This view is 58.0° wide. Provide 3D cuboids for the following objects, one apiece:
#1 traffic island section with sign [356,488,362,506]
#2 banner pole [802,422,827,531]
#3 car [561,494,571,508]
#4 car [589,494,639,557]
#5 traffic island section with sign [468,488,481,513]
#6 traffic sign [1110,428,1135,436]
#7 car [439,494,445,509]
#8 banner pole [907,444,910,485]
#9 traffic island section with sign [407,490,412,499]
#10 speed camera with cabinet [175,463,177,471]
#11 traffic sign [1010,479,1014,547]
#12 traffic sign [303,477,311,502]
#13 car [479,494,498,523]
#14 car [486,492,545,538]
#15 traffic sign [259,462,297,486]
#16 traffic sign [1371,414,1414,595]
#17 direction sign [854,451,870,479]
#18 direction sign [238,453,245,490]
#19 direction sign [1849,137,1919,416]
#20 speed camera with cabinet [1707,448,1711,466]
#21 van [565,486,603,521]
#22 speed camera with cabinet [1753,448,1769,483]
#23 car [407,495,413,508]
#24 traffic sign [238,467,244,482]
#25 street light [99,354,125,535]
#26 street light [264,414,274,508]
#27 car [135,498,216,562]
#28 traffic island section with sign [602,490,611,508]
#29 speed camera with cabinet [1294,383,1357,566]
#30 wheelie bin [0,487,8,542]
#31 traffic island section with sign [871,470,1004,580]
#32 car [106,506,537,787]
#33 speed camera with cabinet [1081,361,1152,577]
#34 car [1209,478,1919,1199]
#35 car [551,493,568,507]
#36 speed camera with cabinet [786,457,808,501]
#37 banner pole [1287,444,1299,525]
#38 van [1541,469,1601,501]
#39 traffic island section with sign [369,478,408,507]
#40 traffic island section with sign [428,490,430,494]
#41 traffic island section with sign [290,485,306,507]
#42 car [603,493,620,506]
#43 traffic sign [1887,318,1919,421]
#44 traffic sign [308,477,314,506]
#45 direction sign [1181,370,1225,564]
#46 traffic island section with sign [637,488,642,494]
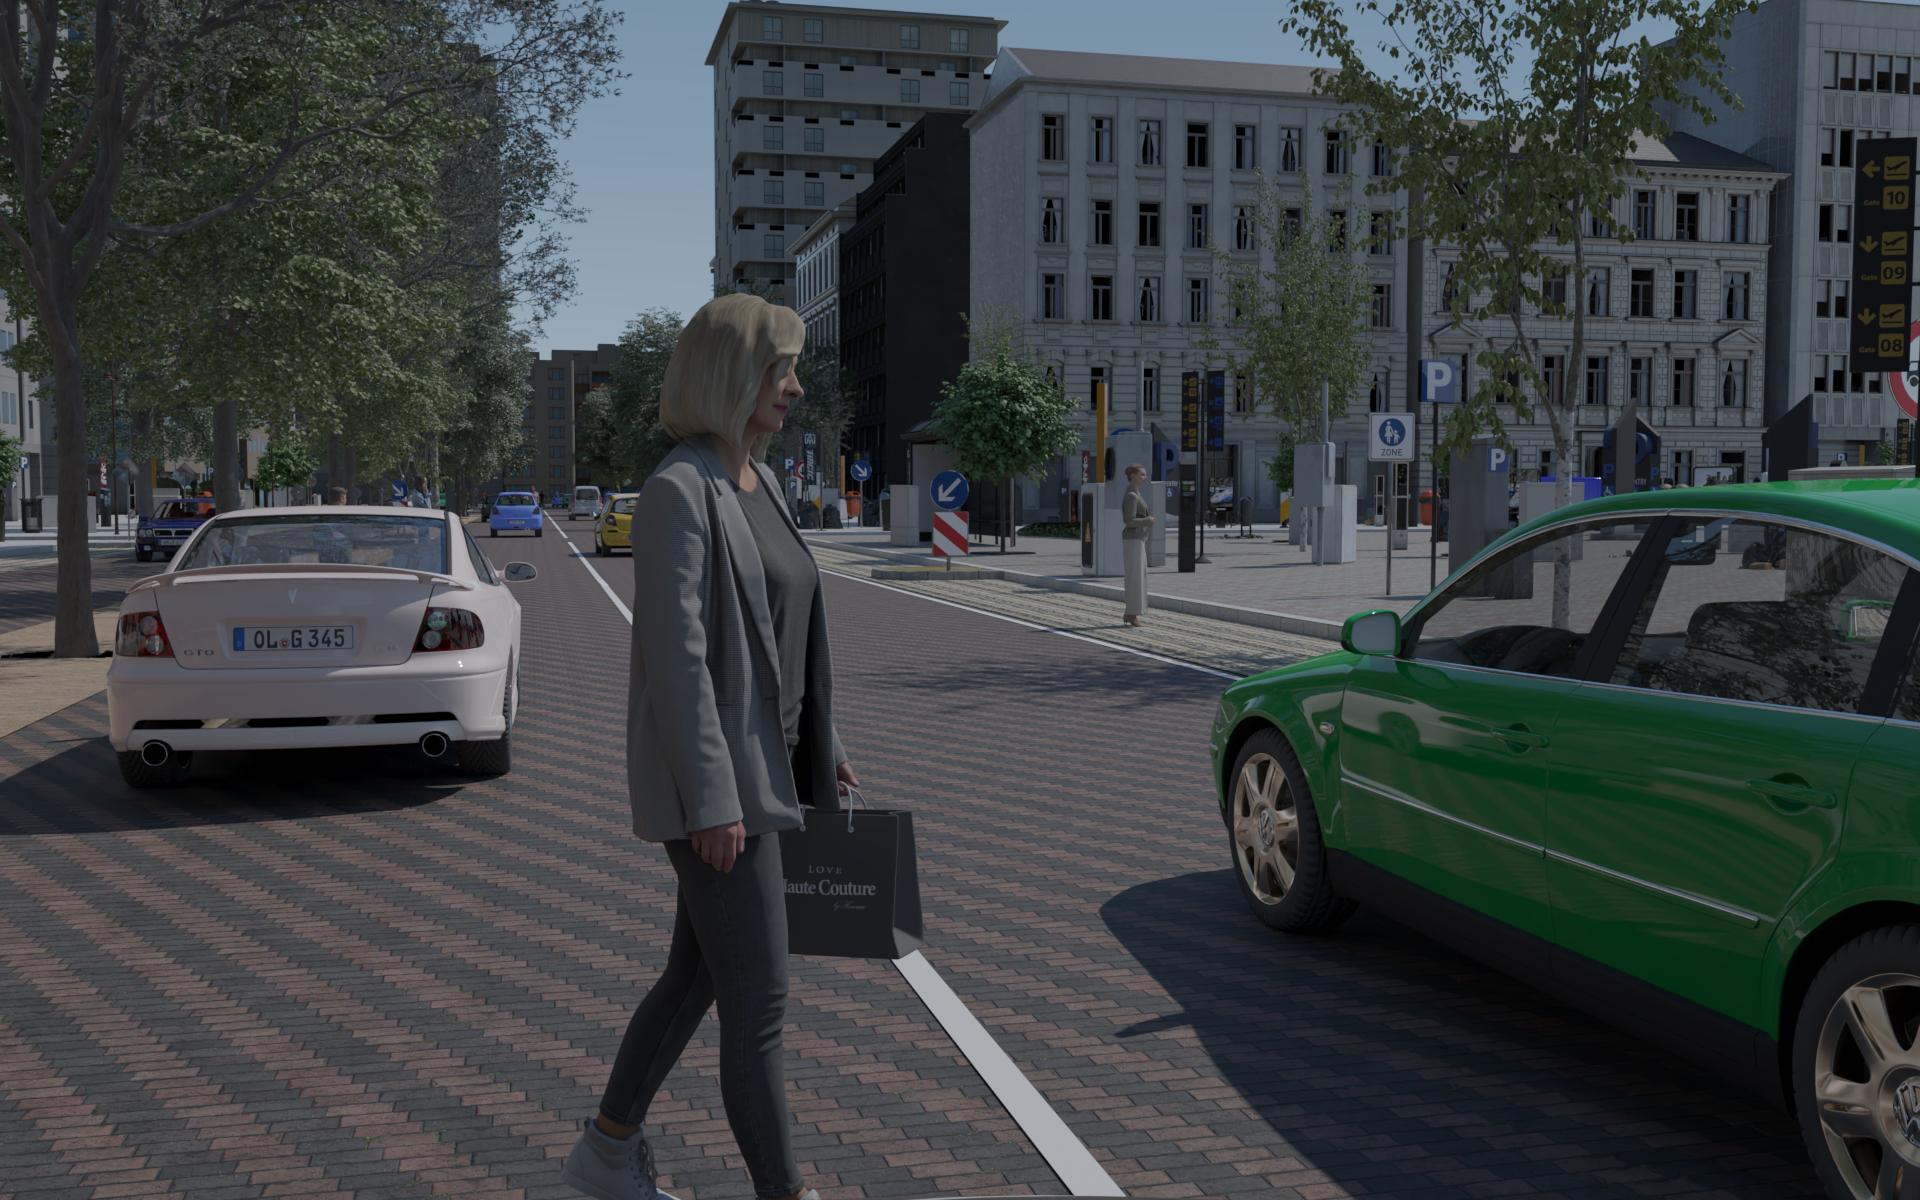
[{"bbox_3d":[-36.847,-5.944,105.815,1.989,1.847,2.006,-1,4,-14],"label":"traffic island section with sign"},{"bbox_3d":[-5.031,-4.279,59.985,0.863,3.779,0.401,-1,4,-18],"label":"banner pole"},{"bbox_3d":[-40.271,-10.415,179.083,1.959,1.807,4.718,-1,4,-15],"label":"car"},{"bbox_3d":[-7.730,-1.885,41.044,2.015,1.641,3.980,-1,4,-15],"label":"car"},{"bbox_3d":[-36.247,-7.395,129.041,2.006,1.907,1.989,-1,4,-14],"label":"traffic island section with sign"},{"bbox_3d":[3.170,-2.045,33.542,0.768,2.556,0.104,-1,4,-10],"label":"traffic sign"},{"bbox_3d":[-44.321,-8.513,147.980,1.959,1.807,4.718,-1,4,-14],"label":"car"},{"bbox_3d":[-2.455,-5.828,85.304,0.401,3.779,0.863,0,4,3],"label":"banner pole"},{"bbox_3d":[-48.800,-8.894,154.046,1.989,1.847,2.006,-1,4,-14],"label":"traffic island section with sign"},{"bbox_3d":[-43.448,-6.114,94.294,2.038,3.252,0.660,-1,4,-9],"label":"speed camera with cabinet"},{"bbox_3d":[1.253,-2.543,41.684,0.768,2.556,0.104,-1,4,-10],"label":"traffic sign"},{"bbox_3d":[-42.445,-6.861,112.285,0.768,2.556,0.104,-1,4,-8],"label":"traffic sign"},{"bbox_3d":[-23.608,-4.823,88.645,2.009,1.686,4.222,-1,4,-14],"label":"car"},{"bbox_3d":[-14.972,-2.985,58.389,1.945,1.707,3.694,-1,4,-15],"label":"car"},{"bbox_3d":[-40.999,-6.754,104.298,2.265,3.308,0.079,-1,4,-11],"label":"traffic sign"},{"bbox_3d":[5.429,-1.208,21.879,0.606,2.300,0.079,-1,4,-11],"label":"traffic sign"},{"bbox_3d":[-5.218,-6.117,92.006,0.876,3.537,0.379,-2,4,-25],"label":"direction sign"},{"bbox_3d":[-39.294,-6.285,94.763,0.379,3.537,0.876,-3,5,-42],"label":"direction sign"},{"bbox_3d":[6.151,-1.166,11.062,0.876,3.537,0.379,1,4,12],"label":"direction sign"},{"bbox_3d":[32.244,-4.835,73.389,0.660,3.252,2.038,0,4,-5],"label":"speed camera with cabinet"},{"bbox_3d":[-20.474,-5.353,94.534,2.013,2.044,4.112,-1,4,-16],"label":"van"},{"bbox_3d":[34.569,-4.963,75.477,0.660,3.252,2.038,0,4,-7],"label":"speed camera with cabinet"},{"bbox_3d":[-37.921,-6.671,121.438,2.083,1.381,4.827,-1,4,-14],"label":"car"},{"bbox_3d":[-33.093,-4.831,79.098,0.768,2.556,0.104,0,4,-6],"label":"traffic sign"},{"bbox_3d":[-26.610,-4.997,54.487,0.468,5.910,1.993,-1,4,-14],"label":"street light"},{"bbox_3d":[-34.859,-7.032,87.754,0.468,5.910,1.993,-1,4,-14],"label":"street light"},{"bbox_3d":[-16.875,-1.559,38.069,1.945,1.354,3.894,-1,4,-13],"label":"car"},{"bbox_3d":[-32.249,-9.123,157.796,1.989,1.847,2.006,-1,4,-14],"label":"traffic island section with sign"},{"bbox_3d":[6.657,-2.274,31.516,0.660,3.252,2.038,2,4,29],"label":"speed camera with cabinet"},{"bbox_3d":[-25.916,-2.357,46.445,0.693,1.594,0.980,-2,4,-29],"label":"wheelie bin"},{"bbox_3d":[-0.460,-1.278,29.517,1.989,1.847,2.006,-1,4,-14],"label":"traffic island section with sign"},{"bbox_3d":[-3.515,0.144,10.007,2.083,1.381,4.827,-1,4,-13],"label":"car"},{"bbox_3d":[2.367,-1.966,26.484,0.660,3.252,2.038,-1,4,-10],"label":"speed camera with cabinet"},{"bbox_3d":[2.195,0.259,4.564,1.959,1.807,4.718,-1,4,-15],"label":"car"},{"bbox_3d":[-43.652,-10.974,189.007,1.945,1.707,3.694,-1,4,-15],"label":"car"},{"bbox_3d":[-8.192,-5.947,91.567,2.038,3.252,0.660,2,4,23],"label":"speed camera with cabinet"},{"bbox_3d":[13.899,-5.019,72.084,0.401,3.779,0.863,3,5,41],"label":"banner pole"},{"bbox_3d":[22.060,-3.548,62.399,5.245,2.365,2.240,-1,4,-13],"label":"van"},{"bbox_3d":[-18.157,-2.934,56.104,2.006,1.907,1.989,-1,4,-14],"label":"traffic island section with sign"},{"bbox_3d":[-55.296,-10.494,180.210,1.989,1.847,2.006,-1,4,-14],"label":"traffic island section with sign"},{"bbox_3d":[-30.258,-4.318,79.227,1.989,1.847,2.006,-1,4,-14],"label":"traffic island section with sign"},{"bbox_3d":[-27.326,-7.787,136.903,1.945,1.707,3.694,-1,4,-13],"label":"car"},{"bbox_3d":[6.952,-0.757,12.490,0.768,2.556,0.104,-1,4,-13],"label":"traffic sign"},{"bbox_3d":[-43.848,-7.121,116.534,0.768,2.556,0.104,0,4,-5],"label":"traffic sign"},{"bbox_3d":[4.477,-2.446,31.982,0.876,3.537,0.379,3,4,36],"label":"direction sign"},{"bbox_3d":[-20.175,-6.143,109.073,1.989,1.847,2.006,-1,4,-14],"label":"traffic island section with sign"}]
